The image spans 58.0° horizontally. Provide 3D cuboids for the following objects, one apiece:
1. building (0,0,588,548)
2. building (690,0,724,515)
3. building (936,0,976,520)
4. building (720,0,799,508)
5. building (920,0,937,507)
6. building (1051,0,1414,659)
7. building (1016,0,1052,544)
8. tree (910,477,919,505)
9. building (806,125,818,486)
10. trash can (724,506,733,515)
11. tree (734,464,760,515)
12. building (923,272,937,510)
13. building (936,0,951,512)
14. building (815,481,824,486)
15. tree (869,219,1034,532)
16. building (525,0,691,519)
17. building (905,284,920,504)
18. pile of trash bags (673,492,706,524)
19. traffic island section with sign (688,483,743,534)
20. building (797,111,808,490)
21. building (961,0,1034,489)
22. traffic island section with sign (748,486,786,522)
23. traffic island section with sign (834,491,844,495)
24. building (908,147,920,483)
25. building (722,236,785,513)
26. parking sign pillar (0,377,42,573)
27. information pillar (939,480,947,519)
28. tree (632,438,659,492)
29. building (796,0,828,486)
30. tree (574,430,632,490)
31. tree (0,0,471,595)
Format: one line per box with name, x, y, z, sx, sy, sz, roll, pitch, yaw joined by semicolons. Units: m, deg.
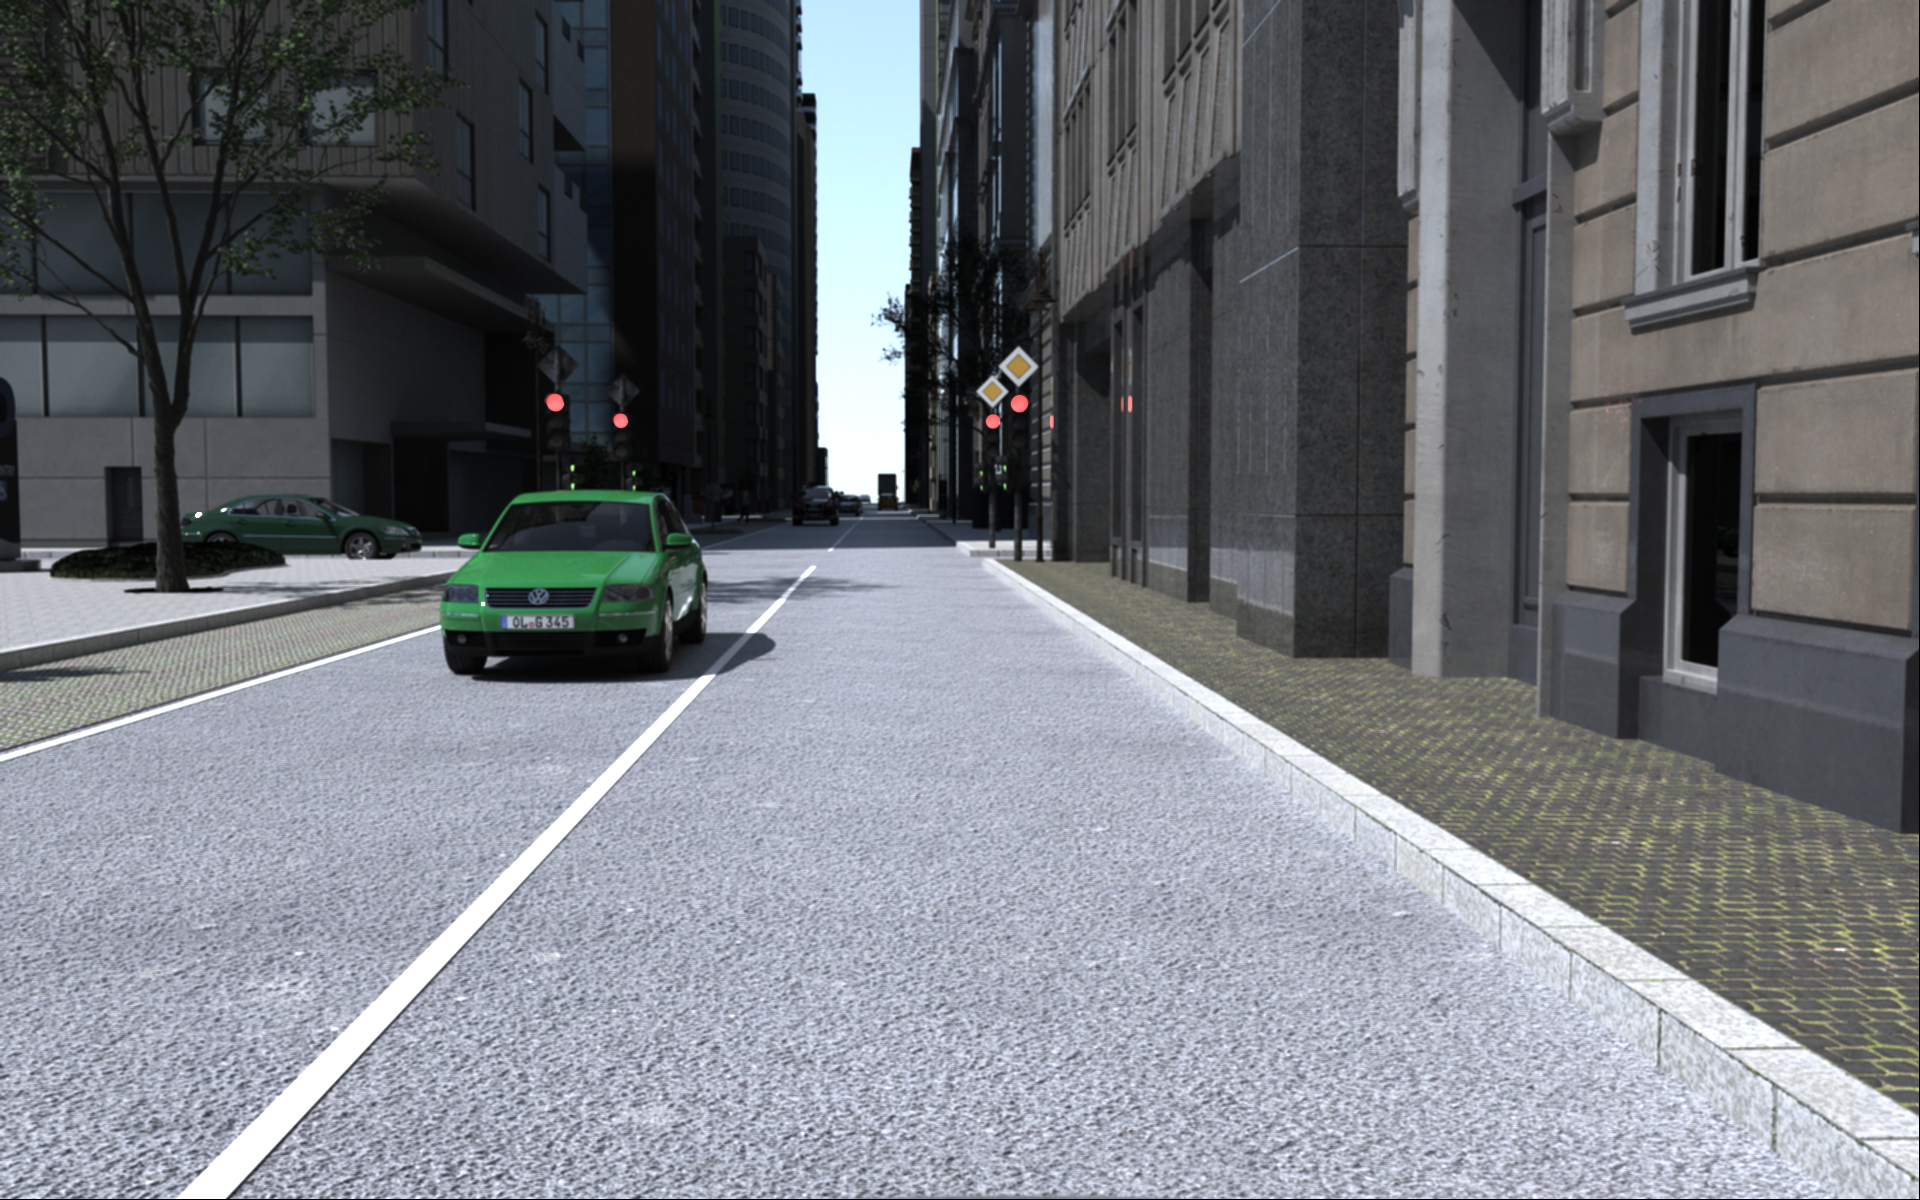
building;-26.660;-28.281;51.642;28.713;52.752;27.495;0;4;-2
building;-21.780;-25.661;103.146;14.154;41.232;14.086;0;4;-2
building;4.622;-19.751;100.424;11.434;29.767;29.804;0;4;-2
building;-26.030;-37.647;157.529;21.231;58.520;28.212;0;4;-2
building;6.396;-38.870;177.522;21.231;58.520;28.212;0;4;-2
building;8.170;-12.532;22.913;12.078;24.808;19.932;0;4;-2
building;11.446;-13.276;45.944;19.941;23.489;11.050;0;4;-2
tree;-5.025;-12.576;200.214;1.663;3.219;1.824;0;3;0
building;-24.283;-33.965;205.432;14.600;45.320;14.200;0;4;-2
trash can;-14.349;-5.866;107.569;0.748;1.137;0.748;0;3;0
tree;-13.377;-7.003;109.107;1.663;3.219;1.824;0;3;0
building;10.953;-18.643;149.859;27.650;21.520;28.899;0;4;-2
building;5.248;-27.106;126.773;14.154;41.232;14.086;0;4;-2
building;-34.076;-32.560;224.244;32.217;40.220;23.993;0;4;-2
tree;0.966;-7.636;59.253;7.601;10.594;8.767;1;4;22
building;-20.315;-26.352;80.963;14.600;45.320;14.200;0;4;-2
building;-0.597;-28.522;238.036;14.160;30.474;14.107;0;4;-2
pile of trash bags;-12.412;-3.906;73.617;3.447;1.369;1.912;1;4;13
traffic island section with sign;-8.849;-3.279;62.239;1.989;1.847;2.006;0;4;-2
building;-23.178;-30.319;179.309;14.154;41.232;14.086;0;4;-2
building;7.297;-17.702;75.338;13.634;28.700;20.117;0;4;-2
traffic island section with sign;-10.028;-4.950;89.561;1.989;1.847;2.006;0;4;-2
traffic island section with sign;-16.977;-14.763;249.998;1.989;1.847;2.006;0;4;-2
building;4.740;-34.332;215.952;22.147;44.769;28.867;0;4;-2
building;-27.943;-17.432;130.047;27.650;21.520;28.899;0;4;-2
parking sign pillar;-16.066;-2.456;28.634;1.447;3.967;1.447;0;4;-7
information pillar;-0.883;-5.236;90.100;0.304;2.012;0.304;3;5;41
tree;-11.101;-3.938;58.987;1.663;3.219;1.824;0;3;0
building;-30.322;-57.398;251.132;22.319;86.520;31.000;0;4;-2
tree;-10.912;-3.530;52.318;1.663;3.219;1.824;0;3;0
tree;-10.348;-5.916;22.480;9.928;11.665;9.643;0;3;0
